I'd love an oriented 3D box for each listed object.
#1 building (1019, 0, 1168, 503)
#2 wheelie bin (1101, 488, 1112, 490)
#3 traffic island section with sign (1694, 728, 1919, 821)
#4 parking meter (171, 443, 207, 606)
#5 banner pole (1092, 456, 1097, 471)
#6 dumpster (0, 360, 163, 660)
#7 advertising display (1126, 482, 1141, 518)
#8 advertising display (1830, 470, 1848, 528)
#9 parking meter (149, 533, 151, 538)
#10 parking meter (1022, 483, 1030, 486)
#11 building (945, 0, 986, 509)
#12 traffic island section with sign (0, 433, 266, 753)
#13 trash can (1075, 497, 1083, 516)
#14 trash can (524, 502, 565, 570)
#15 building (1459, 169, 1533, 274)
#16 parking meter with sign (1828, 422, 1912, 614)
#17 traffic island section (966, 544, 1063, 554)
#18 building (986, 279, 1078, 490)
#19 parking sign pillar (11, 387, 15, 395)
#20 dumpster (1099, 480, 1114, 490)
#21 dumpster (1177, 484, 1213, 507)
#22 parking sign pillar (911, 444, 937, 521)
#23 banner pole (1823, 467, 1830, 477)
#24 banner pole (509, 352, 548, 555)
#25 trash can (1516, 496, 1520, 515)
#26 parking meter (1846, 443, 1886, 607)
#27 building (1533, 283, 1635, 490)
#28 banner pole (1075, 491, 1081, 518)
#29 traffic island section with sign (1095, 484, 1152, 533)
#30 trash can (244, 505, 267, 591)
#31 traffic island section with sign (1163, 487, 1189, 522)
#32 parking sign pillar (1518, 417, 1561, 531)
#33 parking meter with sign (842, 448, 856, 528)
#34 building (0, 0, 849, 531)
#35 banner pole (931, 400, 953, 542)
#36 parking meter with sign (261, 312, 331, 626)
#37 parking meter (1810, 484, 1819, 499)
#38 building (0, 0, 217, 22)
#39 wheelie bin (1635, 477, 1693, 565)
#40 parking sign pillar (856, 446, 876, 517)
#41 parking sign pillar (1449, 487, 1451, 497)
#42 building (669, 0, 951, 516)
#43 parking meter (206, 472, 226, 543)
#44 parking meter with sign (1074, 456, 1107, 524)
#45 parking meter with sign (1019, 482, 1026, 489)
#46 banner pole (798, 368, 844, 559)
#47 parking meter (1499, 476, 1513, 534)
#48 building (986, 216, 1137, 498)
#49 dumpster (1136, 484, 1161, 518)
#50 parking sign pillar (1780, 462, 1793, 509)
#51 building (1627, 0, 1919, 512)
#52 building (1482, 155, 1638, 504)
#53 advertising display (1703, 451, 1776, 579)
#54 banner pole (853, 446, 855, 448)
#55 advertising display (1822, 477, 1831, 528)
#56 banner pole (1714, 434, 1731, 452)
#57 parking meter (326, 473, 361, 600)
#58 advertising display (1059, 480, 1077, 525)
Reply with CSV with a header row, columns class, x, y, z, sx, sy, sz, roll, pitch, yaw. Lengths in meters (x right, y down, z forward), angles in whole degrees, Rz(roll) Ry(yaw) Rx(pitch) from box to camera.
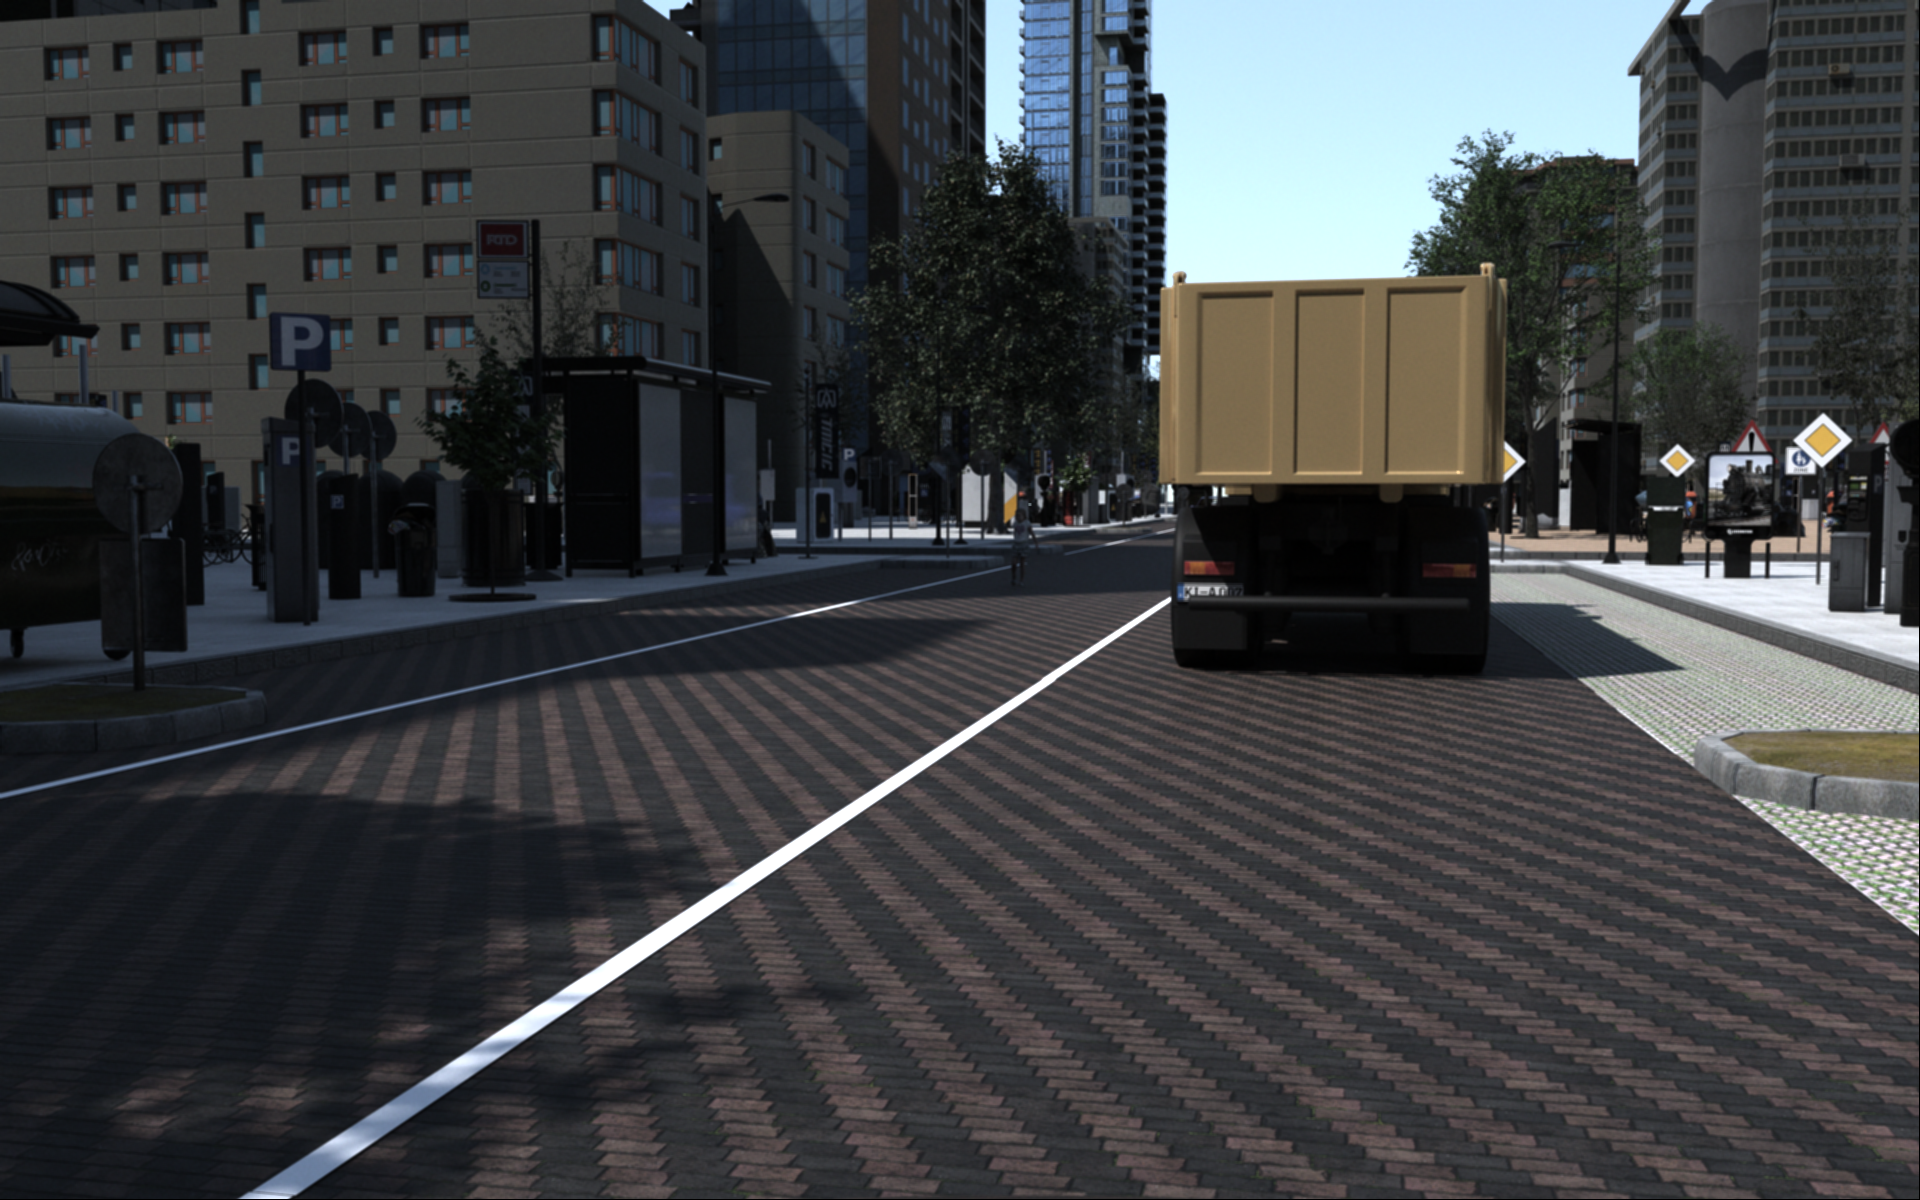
class,x,y,z,sx,sy,sz,roll,pitch,yaw
building,19.965,-57.543,253.503,22.319,86.520,31.000,1,4,12
wheelie bin,7.970,-5.310,94.724,0.980,1.594,0.693,-1,4,-13
traffic island section with sign,4.725,0.015,8.389,1.989,1.847,2.006,1,4,12
parking meter,-8.946,-0.876,20.041,0.255,1.863,0.399,-3,5,-39
banner pole,8.881,-7.600,114.269,0.401,3.779,0.863,-1,4,-19
dumpster,-7.069,-0.620,12.628,1.502,2.255,1.985,1,4,12
advertising display,9.140,-5.308,92.000,0.974,1.923,0.123,1,4,16
advertising display,24.208,-2.570,47.226,0.974,1.923,0.123,-2,4,-25
parking meter,-10.856,-1.052,22.909,0.255,1.863,0.399,-2,4,-26
parking meter,3.527,-5.342,93.050,0.399,1.863,0.255,-2,4,-32
building,-6.782,-42.319,130.165,20.563,71.187,20.611,1,4,12
traffic island section with sign,-5.411,-0.118,10.555,1.989,1.847,2.006,1,4,12
trash can,7.056,-5.498,101.538,0.748,1.137,0.748,0,3,0
trash can,-7.113,-1.096,29.571,0.748,1.137,0.748,0,3,0
building,84.522,-38.499,253.160,21.300,48.544,21.600,1,4,12
parking meter with sign,10.275,-1.357,18.453,1.738,3.016,0.543,2,4,33
traffic island section,1.404,-1.238,42.524,2.009,0.180,2.903,1,4,12
building,-4.652,-19.050,156.499,27.650,21.520,28.899,1,4,12
parking sign pillar,-20.683,-3.000,37.521,1.447,3.967,1.447,3,5,43
dumpster,8.833,-6.422,107.492,1.502,2.255,1.985,1,4,12
dumpster,12.944,-5.530,95.365,1.985,2.255,1.502,1,4,10
parking sign pillar,-1.747,-5.839,83.938,1.447,3.967,1.447,0,4,-2
banner pole,38.235,-5.287,76.466,0.863,3.779,0.401,-3,4,-38
banner pole,-7.568,-2.485,30.648,0.863,3.779,0.401,0,4,-1
trash can,34.150,-5.728,105.312,0.748,1.137,0.748,0,3,0
parking meter,10.288,-0.855,19.695,0.399,1.863,0.255,-3,4,-36
building,67.152,-18.890,153.897,27.650,21.520,28.899,1,4,12
banner pole,6.588,-6.421,95.000,0.401,3.779,0.863,2,4,33
traffic island section with sign,6.148,-3.430,64.715,1.989,1.847,2.006,1,4,12
trash can,-9.151,-0.704,23.161,0.748,1.137,0.748,0,3,0
traffic island section with sign,11.767,-5.043,91.081,1.989,1.847,2.006,1,4,12
parking sign pillar,20.597,-4.465,61.481,1.447,3.967,1.447,-3,5,-39
parking meter with sign,-4.255,-4.278,66.213,0.543,3.016,1.738,0,4,-5
building,-22.089,-14.110,75.744,27.650,21.520,28.899,1,4,12
banner pole,-0.443,-3.428,46.062,0.401,3.779,0.863,3,4,37
parking meter with sign,-6.772,-1.302,17.544,0.543,3.016,1.738,-2,4,-29
parking meter,49.481,-5.786,100.308,0.255,1.863,0.399,-2,4,-33
building,-47.428,-39.082,77.238,20.611,71.187,20.563,1,4,12
wheelie bin,12.736,-1.434,31.347,0.980,1.594,0.693,1,4,22
parking sign pillar,-5.422,-6.634,96.943,1.447,3.967,1.447,1,4,12
parking sign pillar,29.676,-7.139,105.197,1.447,3.967,1.447,0,4,-2
building,-8.810,-28.031,108.422,14.600,45.320,14.200,1,4,12
parking meter,-19.719,-2.458,45.892,0.399,1.863,0.255,1,4,8
parking meter with sign,5.596,-4.740,73.768,0.543,3.016,1.738,3,5,41
parking meter with sign,4.023,-7.140,112.996,0.543,3.016,1.738,0,4,-5
banner pole,-2.800,-2.717,34.440,0.863,3.779,0.401,0,4,2
parking meter,17.528,-3.053,55.620,0.255,1.863,0.399,-2,4,-31
building,8.657,-32.867,229.260,32.217,40.220,23.993,1,4,12
dumpster,10.140,-5.356,93.337,1.264,1.857,1.865,1,4,12
parking sign pillar,50.671,-7.200,106.186,1.447,3.967,1.447,1,4,12
building,63.617,-26.618,127.089,32.217,40.220,23.993,1,4,12
building,80.439,-35.088,228.316,22.147,44.769,28.867,1,4,12
advertising display,11.848,-1.293,26.357,0.974,1.923,0.123,1,4,14
banner pole,-5.141,-5.449,79.111,0.863,3.779,0.401,1,4,22
advertising display,33.183,-3.716,65.972,0.974,1.923,0.123,-2,4,-27
banner pole,31.766,-5.037,72.364,0.401,3.779,0.863,-3,5,-41
parking meter,-7.543,-0.782,21.196,0.372,1.533,0.369,0,3,0
advertising display,4.524,-4.099,72.238,0.974,1.923,0.123,3,5,42
